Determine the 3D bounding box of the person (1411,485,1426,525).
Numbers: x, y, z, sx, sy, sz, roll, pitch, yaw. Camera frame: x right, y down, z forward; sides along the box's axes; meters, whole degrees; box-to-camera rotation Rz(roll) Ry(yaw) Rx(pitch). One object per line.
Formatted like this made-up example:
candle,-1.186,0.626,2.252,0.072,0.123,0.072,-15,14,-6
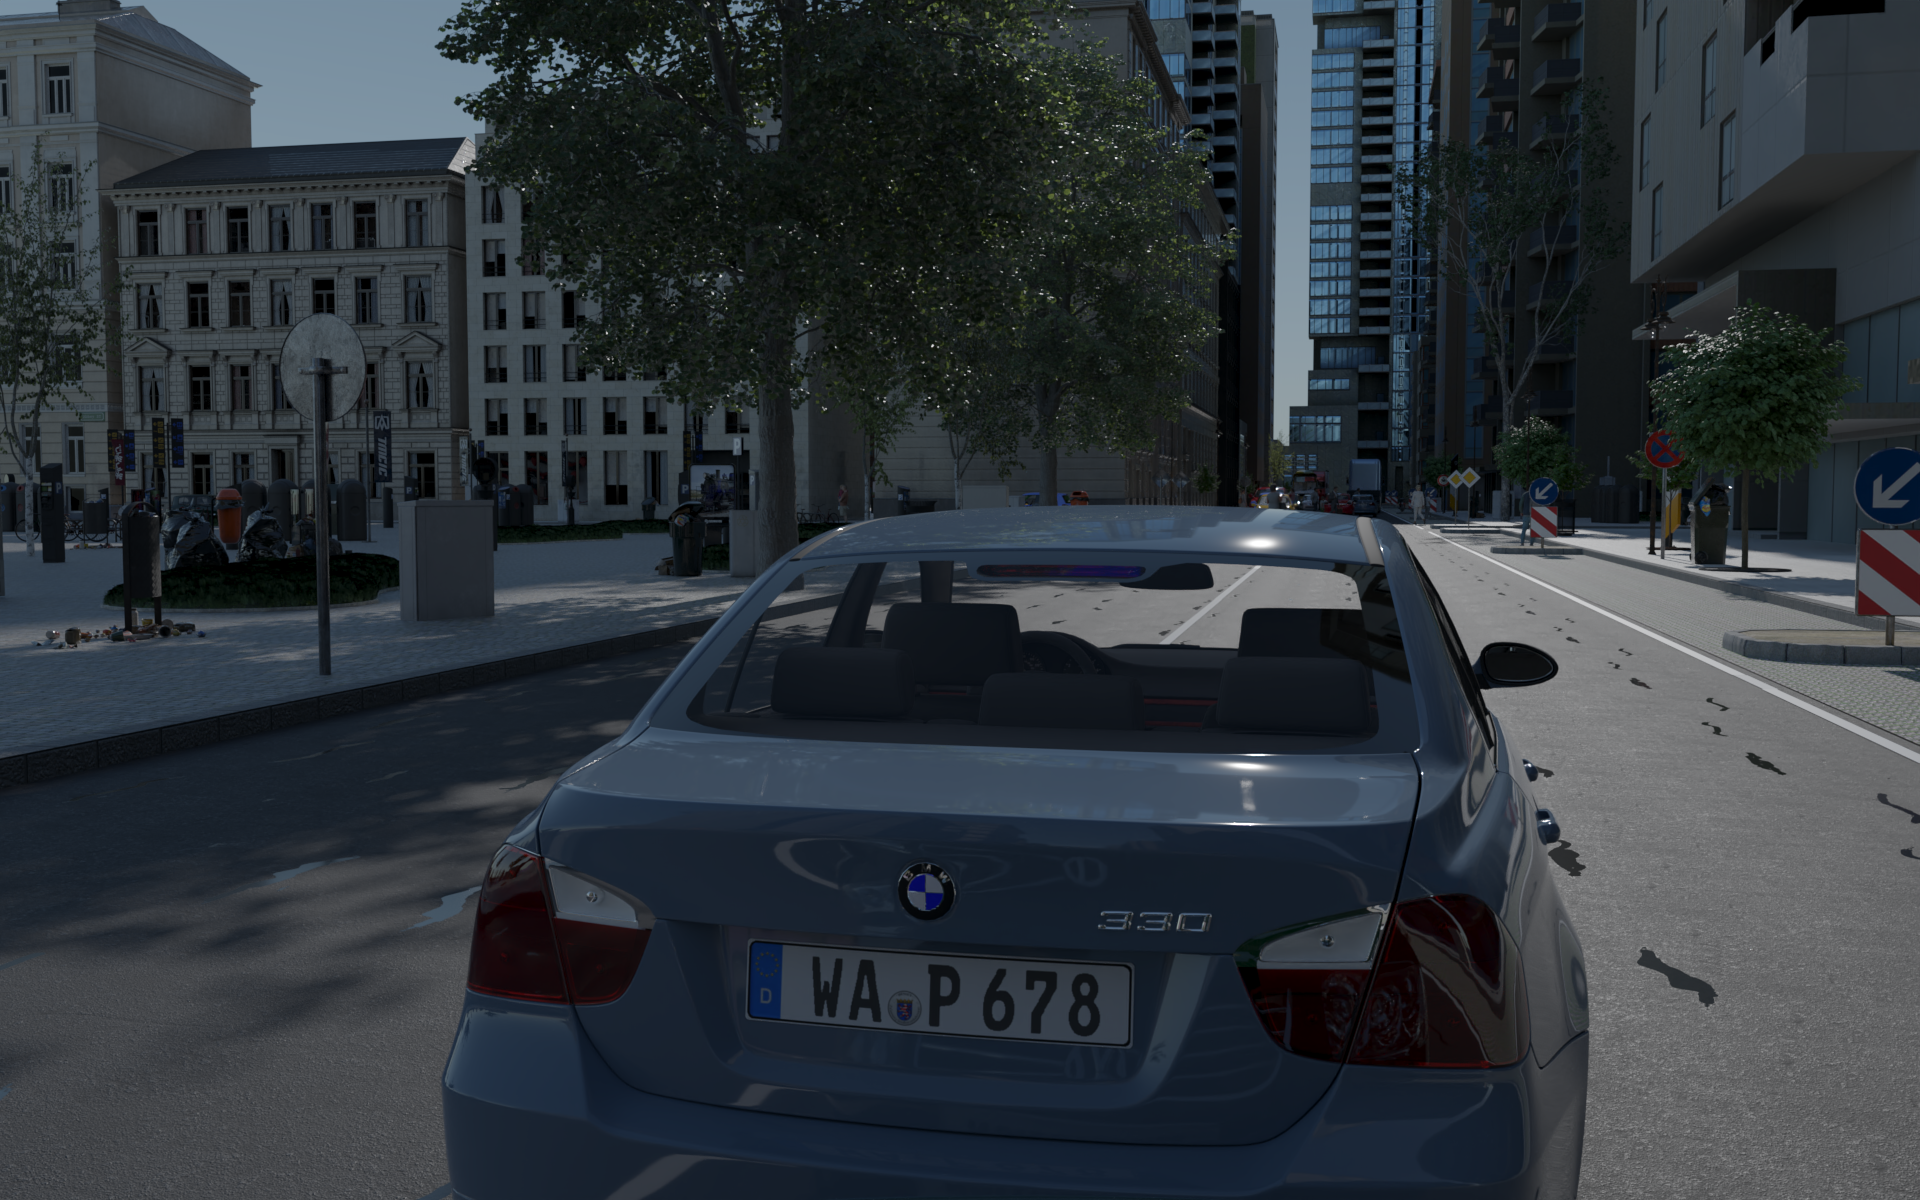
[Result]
person,21.233,-4.390,80.158,0.514,1.842,0.818,-2,4,-26

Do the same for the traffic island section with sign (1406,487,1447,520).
traffic island section with sign,26.128,-5.383,96.646,1.989,1.847,2.006,1,4,13

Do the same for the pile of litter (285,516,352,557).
pile of litter,-12.718,-1.228,34.038,1.719,0.858,1.176,0,4,5

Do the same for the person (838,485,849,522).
person,-4.876,-3.927,72.679,0.580,1.828,0.573,3,5,44

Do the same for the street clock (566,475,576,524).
street clock,-14.765,-3.744,65.790,0.358,2.002,0.471,1,4,11

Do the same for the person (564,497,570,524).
person,-17.344,-3.917,76.826,0.394,1.301,0.425,1,4,19

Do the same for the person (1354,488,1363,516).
person,26.005,-6.415,113.479,0.850,1.850,0.679,3,4,36

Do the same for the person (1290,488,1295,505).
person,20.552,-6.047,107.375,0.388,1.821,0.555,-2,4,-26

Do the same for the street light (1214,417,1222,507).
street light,15.110,-7.876,101.561,0.468,5.910,1.993,1,4,13

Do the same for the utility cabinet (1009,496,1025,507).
utility cabinet,2.067,-3.315,65.359,0.306,1.237,1.020,-2,4,-29

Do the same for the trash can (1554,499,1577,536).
trash can,18.476,-2.524,52.917,0.748,1.137,0.748,0,3,0

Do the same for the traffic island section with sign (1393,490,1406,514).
traffic island section with sign,32.015,-6.992,122.952,1.989,1.847,2.006,1,4,13

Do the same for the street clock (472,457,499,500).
street clock,-9.394,-1.820,34.327,0.471,2.002,0.358,0,4,1

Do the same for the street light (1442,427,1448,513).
street light,32.709,-8.807,116.789,0.468,5.910,1.993,1,4,13

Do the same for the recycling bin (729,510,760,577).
recycling bin,-3.226,-0.884,27.013,0.722,1.027,0.722,-1,4,-9

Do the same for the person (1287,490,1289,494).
person,27.343,-8.292,144.349,0.850,1.792,0.678,1,4,12

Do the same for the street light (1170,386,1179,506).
street light,9.099,-6.213,74.374,0.468,5.910,1.993,1,4,13

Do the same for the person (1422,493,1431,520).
person,25.307,-5.060,93.830,0.503,1.515,0.523,3,5,40

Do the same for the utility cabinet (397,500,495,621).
utility cabinet,-5.310,-0.414,17.923,0.306,1.237,1.020,2,4,33

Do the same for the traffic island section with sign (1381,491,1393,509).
traffic island section with sign,48.747,-11.568,197.769,1.989,1.847,2.006,1,4,13

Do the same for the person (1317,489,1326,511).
person,30.925,-8.575,148.646,1.348,1.831,0.705,-2,4,-24

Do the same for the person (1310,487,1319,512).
person,21.523,-5.932,105.336,0.661,1.843,0.795,-3,5,-42

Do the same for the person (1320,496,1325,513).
person,20.096,-5.106,96.229,0.590,1.304,0.306,-2,4,-30

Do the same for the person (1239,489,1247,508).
person,15.661,-5.290,95.993,0.522,1.701,0.512,-3,4,-36

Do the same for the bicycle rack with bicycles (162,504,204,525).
bicycle rack with bicycles,-27.470,-2.909,60.952,2.852,0.926,2.925,-1,4,-16

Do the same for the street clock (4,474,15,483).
street clock,-34.073,-3.521,62.130,0.471,2.002,0.358,3,5,42

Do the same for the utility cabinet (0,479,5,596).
utility cabinet,-12.082,-0.747,20.896,0.318,1.500,1.173,1,4,10

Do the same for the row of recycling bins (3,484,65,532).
row of recycling bins,-32.044,-3.173,58.985,3.534,1.692,1.069,1,4,16

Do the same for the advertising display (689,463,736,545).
advertising display,-5.194,-1.905,36.362,0.974,1.923,0.123,0,4,-2

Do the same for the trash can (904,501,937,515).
trash can,-0.855,-1.583,37.540,0.748,1.137,0.748,0,3,0

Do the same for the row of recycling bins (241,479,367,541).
row of recycling bins,-18.063,-2.473,47.541,3.534,1.692,1.069,0,4,-1

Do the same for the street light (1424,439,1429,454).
street light,38.814,-10.473,144.023,0.468,5.910,1.993,1,4,13

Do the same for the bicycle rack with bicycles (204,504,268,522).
bicycle rack with bicycles,-23.664,-2.775,58.752,2.925,0.926,2.852,-3,4,-36

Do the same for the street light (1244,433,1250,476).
street light,21.226,-9.531,128.625,0.468,5.910,1.993,1,4,13

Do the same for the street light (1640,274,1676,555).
street light,14.666,-3.898,36.523,0.468,5.910,1.993,1,4,13

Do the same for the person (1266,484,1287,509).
person,10.840,-3.076,59.144,0.716,1.782,0.532,2,4,29

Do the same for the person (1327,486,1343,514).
person,19.456,-4.997,90.167,0.822,1.834,0.622,3,5,39

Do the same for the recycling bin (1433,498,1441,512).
recycling bin,33.674,-6.738,122.715,0.722,1.027,0.722,1,4,8

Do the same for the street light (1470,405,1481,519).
street light,26.816,-7.186,90.279,0.468,5.910,1.993,1,4,13

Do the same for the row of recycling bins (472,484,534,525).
row of recycling bins,-18.292,-3.800,69.251,1.069,1.692,3.534,1,4,20

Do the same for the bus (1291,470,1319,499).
bus,36.608,-11.769,183.962,2.896,3.916,12.252,1,4,11

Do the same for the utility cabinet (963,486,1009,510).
utility cabinet,0.675,-2.235,45.223,1.173,1.500,0.318,1,4,15

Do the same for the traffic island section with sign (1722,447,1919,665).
traffic island section with sign,7.939,-0.412,15.357,1.989,1.847,2.006,1,4,13

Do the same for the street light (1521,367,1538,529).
street light,20.674,-5.518,63.007,0.468,5.910,1.993,1,4,13

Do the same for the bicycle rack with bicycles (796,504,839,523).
bicycle rack with bicycles,-6.021,-2.944,61.521,2.852,0.926,2.925,-3,4,-38

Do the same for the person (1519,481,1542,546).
person,14.983,-2.237,45.428,0.623,1.781,0.721,1,4,21

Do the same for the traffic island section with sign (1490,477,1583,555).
traffic island section with sign,13.839,-2.020,41.661,1.989,1.847,2.006,1,4,13

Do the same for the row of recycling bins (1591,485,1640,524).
row of recycling bins,28.846,-4.234,76.337,1.069,1.692,3.534,0,4,-4

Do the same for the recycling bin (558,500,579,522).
recycling bin,-17.999,-4.102,79.626,0.722,1.027,0.722,2,4,25

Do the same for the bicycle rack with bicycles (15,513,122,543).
bicycle rack with bicycles,-23.803,-2.033,46.615,2.925,0.926,2.852,-1,4,-21
